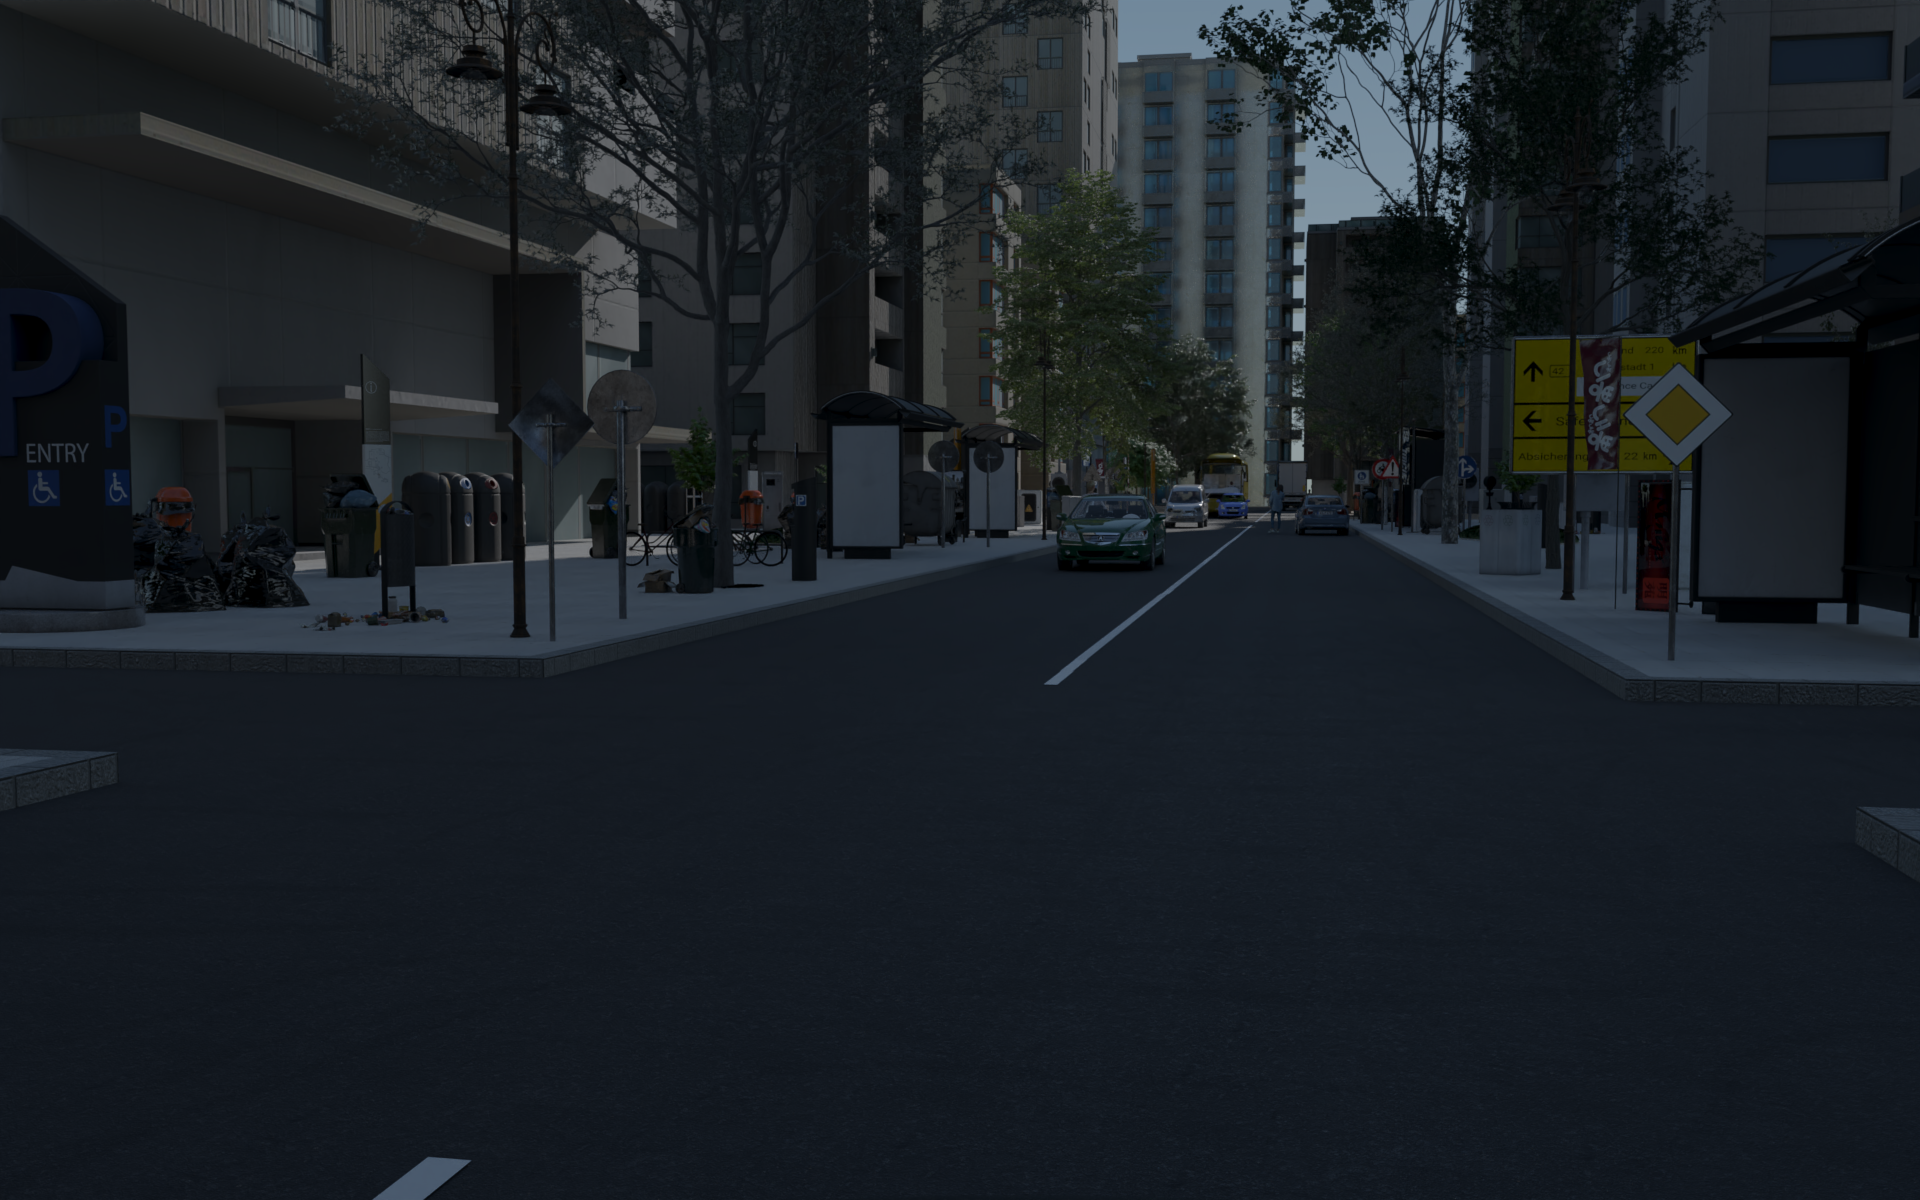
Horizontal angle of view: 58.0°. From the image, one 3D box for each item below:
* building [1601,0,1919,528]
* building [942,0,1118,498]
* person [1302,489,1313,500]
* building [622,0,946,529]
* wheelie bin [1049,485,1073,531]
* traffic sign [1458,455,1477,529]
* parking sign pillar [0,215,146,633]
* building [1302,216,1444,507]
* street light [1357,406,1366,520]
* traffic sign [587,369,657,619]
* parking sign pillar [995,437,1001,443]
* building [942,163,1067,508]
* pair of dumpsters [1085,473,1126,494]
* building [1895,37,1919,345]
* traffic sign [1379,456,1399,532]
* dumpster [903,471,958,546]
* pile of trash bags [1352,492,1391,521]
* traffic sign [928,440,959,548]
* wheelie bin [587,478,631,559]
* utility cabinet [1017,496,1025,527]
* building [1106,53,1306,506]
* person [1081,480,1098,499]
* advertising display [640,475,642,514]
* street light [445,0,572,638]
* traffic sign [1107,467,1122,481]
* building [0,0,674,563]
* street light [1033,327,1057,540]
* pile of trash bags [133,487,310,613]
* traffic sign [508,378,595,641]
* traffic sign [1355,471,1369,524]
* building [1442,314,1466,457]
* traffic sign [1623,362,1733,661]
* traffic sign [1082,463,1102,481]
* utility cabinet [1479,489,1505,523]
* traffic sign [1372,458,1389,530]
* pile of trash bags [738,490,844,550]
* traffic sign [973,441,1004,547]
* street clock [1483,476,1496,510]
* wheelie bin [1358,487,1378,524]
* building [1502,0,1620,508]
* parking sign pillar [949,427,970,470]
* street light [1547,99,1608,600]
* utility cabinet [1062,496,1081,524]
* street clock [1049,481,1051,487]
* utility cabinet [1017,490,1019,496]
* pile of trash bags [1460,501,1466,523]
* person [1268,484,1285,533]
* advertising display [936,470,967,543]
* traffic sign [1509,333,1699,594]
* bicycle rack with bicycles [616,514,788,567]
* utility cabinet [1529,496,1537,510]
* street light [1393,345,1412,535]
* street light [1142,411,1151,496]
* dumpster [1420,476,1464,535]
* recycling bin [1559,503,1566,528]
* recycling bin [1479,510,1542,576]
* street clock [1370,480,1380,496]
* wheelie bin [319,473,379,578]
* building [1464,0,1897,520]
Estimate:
[{"bbox_3d":[35.934,-31.931,64.078,21.231,58.520,28.212,1,4,11],"label":"building"},{"bbox_3d":[-1.054,-34.021,145.486,27.495,52.752,28.713,1,4,11],"label":"building"},{"bbox_3d":[27.727,-7.882,137.377,1.348,1.824,0.705,2,4,30],"label":"person"},{"bbox_3d":[-8.778,-18.202,69.312,14.160,30.474,14.107,1,4,11],"label":"building"},{"bbox_3d":[3.484,-3.172,59.775,0.980,1.594,0.693,-3,4,-36],"label":"wheelie bin"},{"bbox_3d":[16.664,-3.494,57.234,0.768,2.556,0.104,1,4,18],"label":"traffic sign"},{"bbox_3d":[-8.643,-1.718,16.565,1.447,3.967,1.447,1,4,12],"label":"parking sign pillar"},{"bbox_3d":[43.462,-25.154,182.974,14.107,30.474,14.160,1,4,11],"label":"building"},{"bbox_3d":[20.008,-6.963,86.633,0.468,5.910,1.993,1,4,11],"label":"street light"},{"bbox_3d":[-3.467,-1.078,17.736,0.768,2.556,0.104,1,4,12],"label":"traffic sign"},{"bbox_3d":[1.050,-5.090,71.686,1.447,3.967,1.447,-2,4,-30],"label":"parking sign pillar"},{"bbox_3d":[-8.985,-16.047,107.416,27.650,21.520,28.899,1,4,11],"label":"building"},{"bbox_3d":[6.568,-4.647,78.469,1.574,2.255,4.437,1,4,11],"label":"pair of dumpsters"},{"bbox_3d":[23.877,-22.903,24.571,14.200,45.320,14.600,1,4,11],"label":"building"},{"bbox_3d":[14.561,-3.566,58.316,0.884,2.594,0.081,1,4,20],"label":"traffic sign"},{"bbox_3d":[-0.830,-2.302,43.395,1.264,1.857,1.865,1,4,11],"label":"dumpster"},{"bbox_3d":[19.949,-4.486,83.098,1.912,1.369,3.447,-2,4,-23],"label":"pile of trash bags"},{"bbox_3d":[-0.401,-2.506,41.080,0.768,2.556,0.104,1,4,12],"label":"traffic sign"},{"bbox_3d":[-7.017,-1.634,34.631,0.693,1.594,0.980,-3,5,-45],"label":"wheelie bin"},{"bbox_3d":[2.078,-3.456,67.665,0.306,1.237,1.020,-3,5,-41],"label":"utility cabinet"},{"bbox_3d":[22.491,-34.970,191.359,30.456,49.044,23.786,1,4,11],"label":"building"},{"bbox_3d":[3.046,-1.778,38.240,0.731,1.740,0.598,-1,4,-16],"label":"person"},{"bbox_3d":[-10.565,-3.030,54.755,0.974,1.923,0.123,-1,4,-9],"label":"advertising display"},{"bbox_3d":[-3.945,-2.603,15.355,0.468,5.910,1.993,1,4,11],"label":"street light"},{"bbox_3d":[7.189,-4.948,81.009,0.768,2.556,0.104,1,4,17],"label":"traffic sign"},{"bbox_3d":[-23.034,-27.507,38.984,28.713,52.752,27.495,1,4,11],"label":"building"},{"bbox_3d":[2.351,-4.611,48.172,0.468,5.910,1.993,1,4,11],"label":"street light"},{"bbox_3d":[-8.999,-0.650,20.387,1.912,1.369,3.447,-2,4,-35],"label":"pile of trash bags"},{"bbox_3d":[-3.547,-0.697,15.031,0.795,2.450,0.064,1,4,11],"label":"traffic sign"},{"bbox_3d":[17.169,-4.398,74.043,0.606,2.300,0.079,1,4,15],"label":"traffic sign"},{"bbox_3d":[65.665,-20.785,184.874,28.899,21.520,27.650,1,4,11],"label":"building"},{"bbox_3d":[5.481,-0.590,13.290,0.795,2.450,0.064,1,4,11],"label":"traffic sign"},{"bbox_3d":[5.547,-4.450,72.760,0.884,2.594,0.081,1,4,19],"label":"traffic sign"},{"bbox_3d":[23.314,-4.113,75.924,1.173,1.500,0.318,-2,4,-25],"label":"utility cabinet"},{"bbox_3d":[15.088,-3.775,61.827,0.768,2.556,0.104,1,4,12],"label":"traffic sign"},{"bbox_3d":[-3.799,-1.924,41.213,3.447,1.369,1.912,2,4,27],"label":"pile of trash bags"},{"bbox_3d":[0.678,-2.538,41.603,0.768,2.556,0.104,1,4,16],"label":"traffic sign"},{"bbox_3d":[21.106,-3.942,69.029,0.471,2.002,0.358,-2,4,-24],"label":"street clock"},{"bbox_3d":[17.711,-4.113,75.152,0.693,1.594,0.980,-2,4,-24],"label":"wheelie bin"},{"bbox_3d":[35.955,-19.563,91.556,14.160,30.474,14.107,1,4,11],"label":"building"},{"bbox_3d":[-0.210,-4.981,69.908,1.447,3.967,1.447,1,4,13],"label":"parking sign pillar"},{"bbox_3d":[7.365,-2.938,20.816,0.468,5.910,1.993,1,4,11],"label":"street light"},{"bbox_3d":[3.760,-2.881,58.263,0.306,1.237,1.020,2,4,27],"label":"utility cabinet"},{"bbox_3d":[4.619,-4.918,84.985,0.471,2.002,0.358,1,4,21],"label":"street clock"},{"bbox_3d":[2.742,-4.842,87.840,1.173,1.500,0.318,3,4,37],"label":"utility cabinet"},{"bbox_3d":[21.768,-4.155,77.692,1.912,1.369,3.447,0,4,-3],"label":"pile of trash bags"},{"bbox_3d":[11.700,-3.382,64.054,0.793,1.790,0.793,-3,5,-41],"label":"person"},{"bbox_3d":[-0.239,-2.499,46.080,0.974,1.923,0.123,3,4,37],"label":"advertising display"},{"bbox_3d":[8.231,-1.734,22.227,2.265,3.308,0.079,1,4,12],"label":"traffic sign"},{"bbox_3d":[-4.342,-1.091,31.218,2.925,0.926,2.852,2,4,25],"label":"bicycle rack with bicycles"},{"bbox_3d":[19.724,-2.902,58.609,1.020,1.237,0.306,-2,4,-29],"label":"utility cabinet"},{"bbox_3d":[13.719,-4.956,53.815,0.468,5.910,1.993,1,4,11],"label":"street light"},{"bbox_3d":[8.659,-6.618,80.987,0.468,5.910,1.993,1,4,11],"label":"street light"},{"bbox_3d":[15.396,-3.029,55.284,1.264,1.857,1.865,1,4,11],"label":"dumpster"},{"bbox_3d":[17.478,-2.343,50.863,0.722,1.027,0.722,0,4,-7],"label":"recycling bin"},{"bbox_3d":[8.797,-0.925,27.676,0.722,1.027,0.722,-3,5,-42],"label":"recycling bin"},{"bbox_3d":[20.706,-5.007,86.439,0.358,2.002,0.471,-1,4,-23],"label":"street clock"},{"bbox_3d":[-9.386,-1.146,26.648,0.980,1.594,0.693,1,4,19],"label":"wheelie bin"},{"bbox_3d":[43.779,-34.820,111.304,21.231,58.520,28.212,1,4,11],"label":"building"}]
